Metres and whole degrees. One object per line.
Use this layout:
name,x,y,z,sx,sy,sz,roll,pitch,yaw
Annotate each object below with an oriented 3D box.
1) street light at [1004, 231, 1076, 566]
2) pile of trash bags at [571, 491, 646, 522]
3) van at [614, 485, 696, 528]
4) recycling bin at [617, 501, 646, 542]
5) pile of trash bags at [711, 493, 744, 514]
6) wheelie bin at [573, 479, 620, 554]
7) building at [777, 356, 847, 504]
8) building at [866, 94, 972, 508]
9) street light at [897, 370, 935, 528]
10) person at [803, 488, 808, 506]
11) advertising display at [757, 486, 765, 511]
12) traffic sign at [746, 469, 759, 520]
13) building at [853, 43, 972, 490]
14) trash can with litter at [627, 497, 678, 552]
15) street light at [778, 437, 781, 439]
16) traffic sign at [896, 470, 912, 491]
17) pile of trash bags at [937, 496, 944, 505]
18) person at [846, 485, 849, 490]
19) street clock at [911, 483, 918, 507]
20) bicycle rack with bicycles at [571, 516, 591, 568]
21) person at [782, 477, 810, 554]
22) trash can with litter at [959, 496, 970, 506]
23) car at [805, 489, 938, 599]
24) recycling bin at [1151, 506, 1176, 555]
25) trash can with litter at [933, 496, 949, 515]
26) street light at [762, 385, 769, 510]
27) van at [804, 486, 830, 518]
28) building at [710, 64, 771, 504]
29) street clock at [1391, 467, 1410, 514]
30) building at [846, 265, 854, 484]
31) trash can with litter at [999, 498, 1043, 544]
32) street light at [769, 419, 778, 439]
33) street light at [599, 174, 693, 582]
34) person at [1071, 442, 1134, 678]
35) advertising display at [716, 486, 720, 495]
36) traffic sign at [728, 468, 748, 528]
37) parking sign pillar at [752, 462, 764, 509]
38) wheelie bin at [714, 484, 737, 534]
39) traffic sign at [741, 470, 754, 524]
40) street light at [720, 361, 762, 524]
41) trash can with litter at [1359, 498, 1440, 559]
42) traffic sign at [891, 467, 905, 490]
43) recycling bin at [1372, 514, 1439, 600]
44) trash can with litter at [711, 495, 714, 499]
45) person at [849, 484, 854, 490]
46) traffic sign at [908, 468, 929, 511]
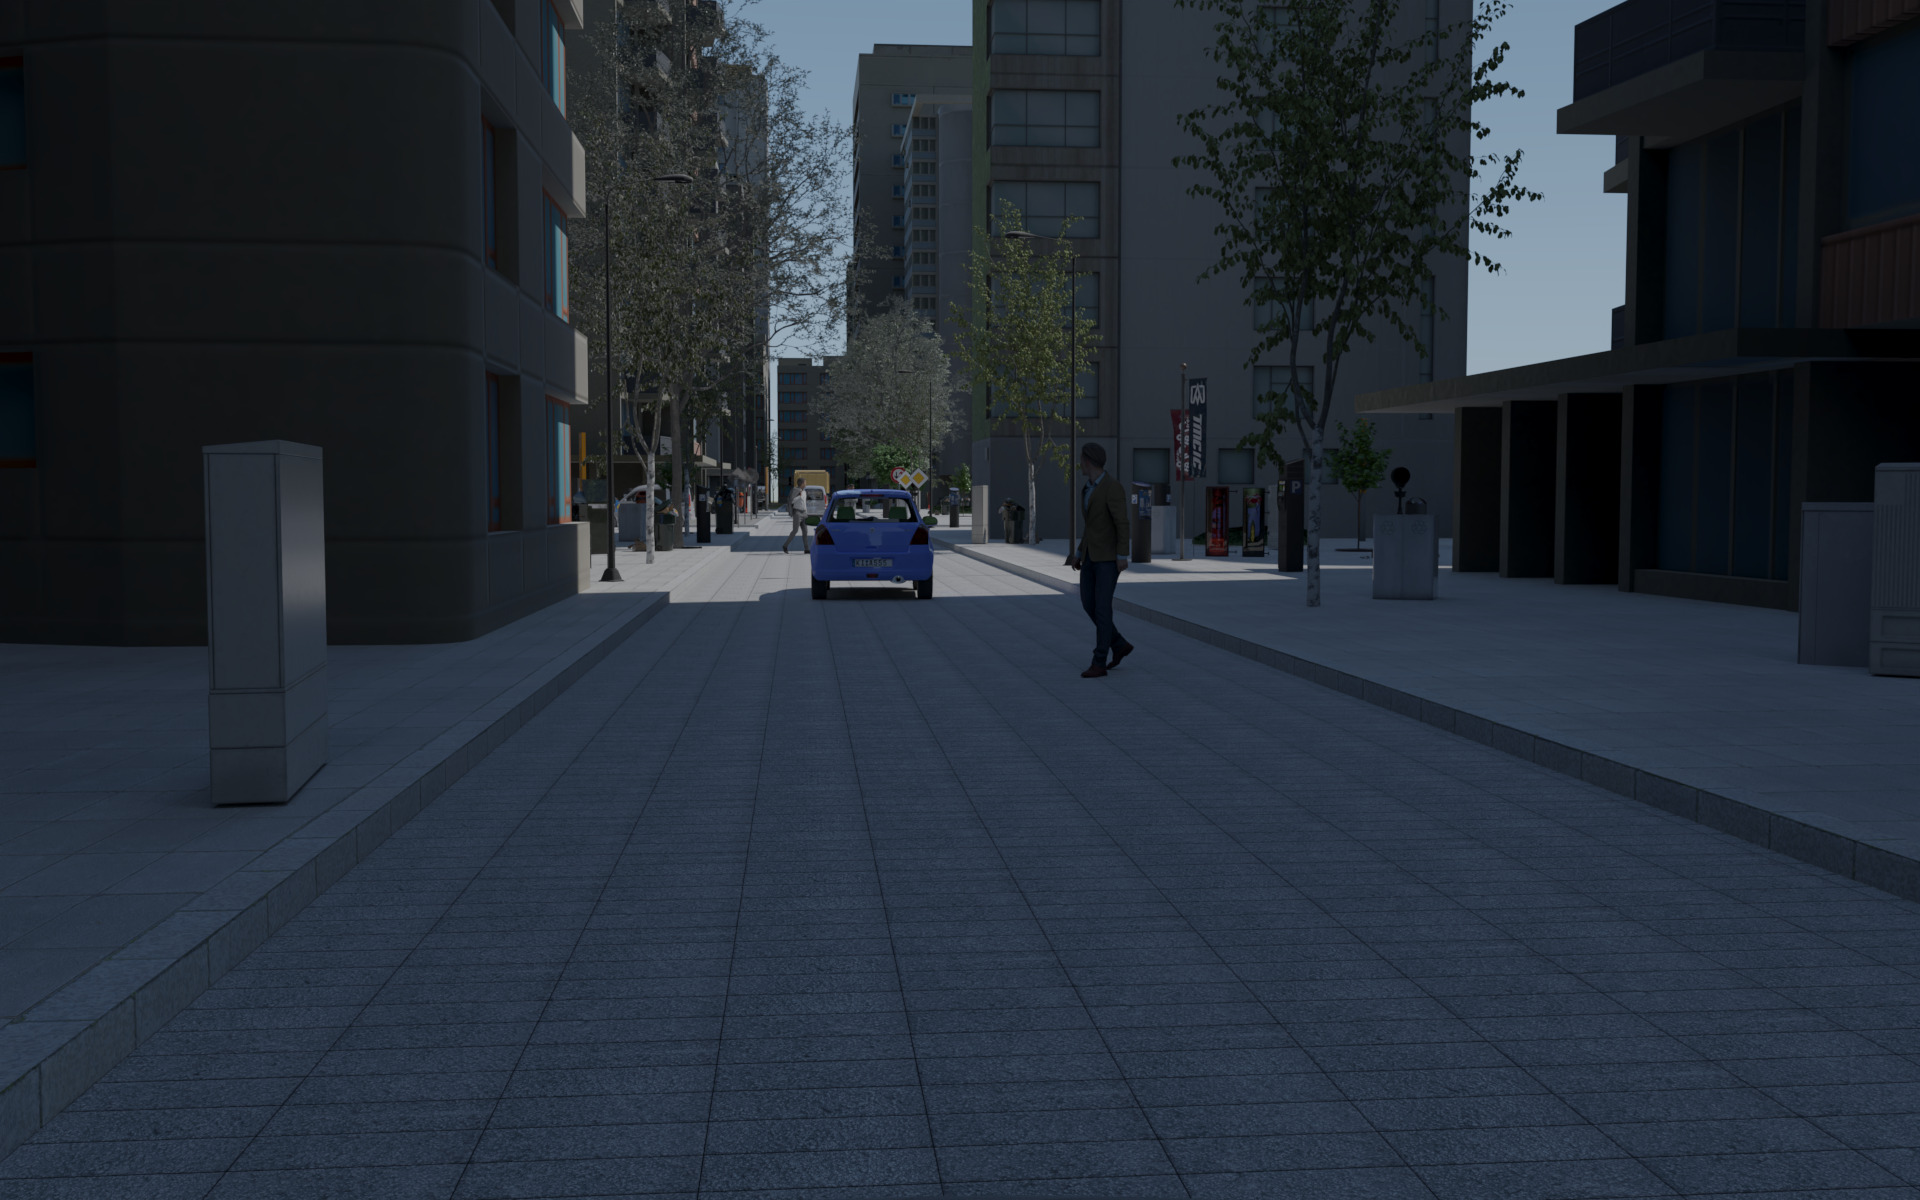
street light,1.479,-3.566,30.850,1.470,5.913,1.316,0,4,-5
pile of trash bags,-11.305,-2.715,54.136,3.447,1.369,1.912,-1,4,-11
van,-12.753,-3.841,69.809,4.112,2.044,2.013,0,4,-4
recycling bin,-8.787,-2.103,46.940,0.722,1.027,0.722,1,4,15
pile of trash bags,-15.408,-6.179,110.786,3.447,1.369,1.912,1,4,16
wheelie bin,-7.805,-1.783,37.065,0.980,1.594,0.693,-2,4,-30
building,-11.413,-24.622,247.616,28.899,21.520,27.650,0,4,-5
building,7.457,-28.782,162.462,32.217,40.220,23.993,0,4,-5
street light,-1.641,-5.654,64.984,1.470,5.913,1.316,0,4,-5
person,-7.420,-4.498,81.411,0.474,1.900,0.648,1,4,10
advertising display,-15.577,-7.929,134.854,0.974,1.923,0.123,-2,4,-32
traffic sign,-10.415,-5.274,86.333,0.768,2.556,0.104,0,4,2
building,-0.394,-34.313,184.717,21.300,48.544,21.600,0,4,-5
trash can with litter,-6.861,-1.669,38.679,1.055,1.170,0.624,-2,4,-25
street light,-15.360,-10.366,142.027,1.470,5.913,1.316,0,4,-5
traffic sign,-2.309,-4.283,73.674,0.795,2.450,0.064,0,4,-5
pile of trash bags,-0.853,-8.446,147.846,1.912,1.369,3.447,1,4,16
person,-4.730,-3.946,73.039,0.654,1.822,0.581,-2,4,-27
street clock,-2.091,-4.646,80.531,0.358,2.002,0.471,-2,4,-23
bicycle rack with bicycles,-7.319,-0.940,28.759,2.852,0.926,2.925,0,4,-3
person,-3.878,-2.007,41.418,0.850,1.850,0.679,2,4,24
trash can with litter,0.192,-7.392,132.239,1.055,1.170,0.624,-1,4,-14
car,-1.271,-0.935,24.884,1.945,1.707,3.694,0,4,-3
recycling bin,4.176,-1.500,37.079,0.722,1.027,0.722,2,4,27
trash can with litter,-1.103,-5.681,104.269,1.055,1.170,0.624,-1,4,-12
street light,-8.957,-6.160,73.257,1.470,5.913,1.316,0,4,-5
van,-7.670,-5.072,89.935,2.013,2.044,4.112,0,4,-4
building,-40.520,-42.698,240.118,28.212,58.520,21.231,0,4,-5
street clock,11.795,-2.560,46.420,0.471,2.002,0.358,0,4,-3
building,-7.238,-27.233,216.955,14.160,30.474,14.107,0,4,-5
trash can with litter,1.576,-2.042,44.766,1.055,1.170,0.624,-2,4,-27
street light,-12.186,-8.243,107.317,1.470,5.913,1.316,0,4,-5
street light,-4.577,-3.226,25.283,1.470,5.913,1.316,0,4,-5
person,1.123,-0.331,13.818,0.656,1.842,0.836,2,4,34
advertising display,-20.091,-8.573,145.375,0.974,1.923,0.123,3,4,36
traffic sign,-8.341,-3.760,65.120,0.795,2.450,0.064,0,4,-5
parking sign pillar,-17.082,-9.552,144.648,1.447,3.967,1.447,0,4,4
wheelie bin,-7.543,-2.920,55.652,0.693,1.594,0.980,0,4,-2
traffic sign,-9.076,-4.246,73.072,0.795,2.450,0.064,0,4,-5
street light,-7.717,-5.348,59.978,1.470,5.913,1.316,0,4,-5
trash can with litter,8.868,-1.471,35.114,2.233,1.210,1.678,-2,4,-28
traffic sign,-2.854,-4.937,80.818,0.768,2.556,0.104,0,4,0
recycling bin,5.487,-0.535,21.304,0.722,1.027,0.722,1,4,20
trash can with litter,-20.701,-8.027,142.633,1.055,1.170,0.624,1,4,19
person,-3.945,-3.304,62.695,0.511,1.800,0.466,-2,4,-28
traffic sign,-1.574,-3.797,65.723,0.795,2.450,0.064,0,4,-5
